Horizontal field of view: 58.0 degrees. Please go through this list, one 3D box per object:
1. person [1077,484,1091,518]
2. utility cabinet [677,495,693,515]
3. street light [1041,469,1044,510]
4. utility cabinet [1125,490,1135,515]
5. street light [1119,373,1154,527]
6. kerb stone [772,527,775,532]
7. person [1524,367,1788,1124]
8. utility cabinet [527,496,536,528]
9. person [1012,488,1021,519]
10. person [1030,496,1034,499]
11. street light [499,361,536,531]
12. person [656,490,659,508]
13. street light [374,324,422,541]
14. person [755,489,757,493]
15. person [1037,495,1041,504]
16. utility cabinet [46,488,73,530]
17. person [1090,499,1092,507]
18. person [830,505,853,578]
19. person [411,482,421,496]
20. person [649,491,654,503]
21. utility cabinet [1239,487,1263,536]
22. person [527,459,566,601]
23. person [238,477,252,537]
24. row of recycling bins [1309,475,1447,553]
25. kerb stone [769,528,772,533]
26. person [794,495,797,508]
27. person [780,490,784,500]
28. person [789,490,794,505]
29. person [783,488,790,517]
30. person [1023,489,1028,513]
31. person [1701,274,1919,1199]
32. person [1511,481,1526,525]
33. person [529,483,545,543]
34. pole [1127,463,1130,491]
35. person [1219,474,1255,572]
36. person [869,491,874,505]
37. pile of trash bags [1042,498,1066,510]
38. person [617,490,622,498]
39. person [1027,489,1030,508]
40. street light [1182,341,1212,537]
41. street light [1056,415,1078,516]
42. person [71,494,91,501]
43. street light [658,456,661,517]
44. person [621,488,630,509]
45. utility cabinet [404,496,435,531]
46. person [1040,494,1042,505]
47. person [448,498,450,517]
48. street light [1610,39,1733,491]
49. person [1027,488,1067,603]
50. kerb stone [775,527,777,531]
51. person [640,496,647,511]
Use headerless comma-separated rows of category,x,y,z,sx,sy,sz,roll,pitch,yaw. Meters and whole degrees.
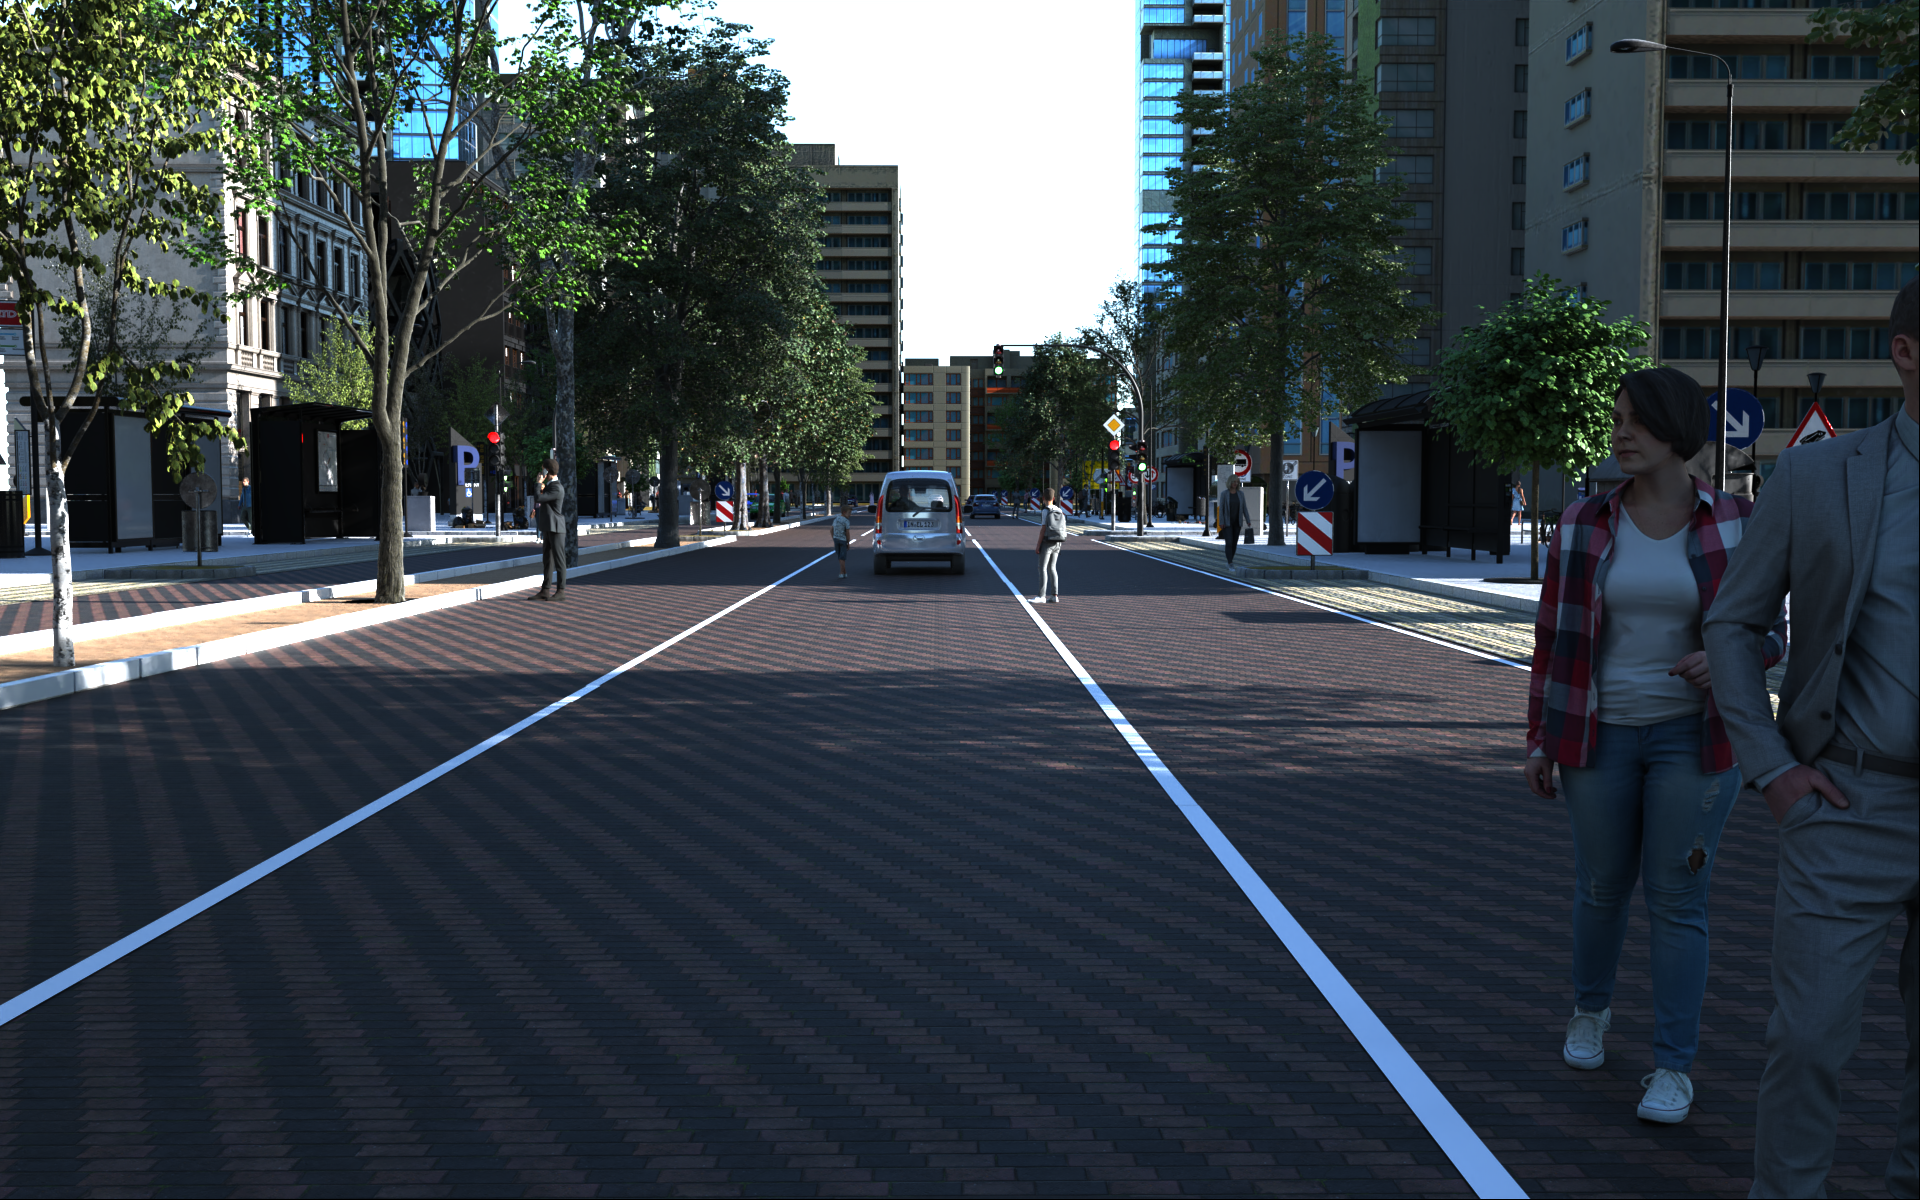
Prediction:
person,6.740,-5.378,93.936,0.822,1.834,0.622,-1,4,-8
utility cabinet,-16.670,-5.727,104.799,1.020,1.237,0.306,0,4,-4
street light,5.971,-9.988,135.844,1.470,5.913,1.316,0,4,-1
utility cabinet,10.344,-5.914,105.377,0.318,1.500,1.173,-1,4,-15
street light,6.800,-5.761,66.740,1.470,5.913,1.316,0,4,-1
kerb stone,-7.126,-2.603,64.751,0.120,0.150,1.000,0,4,-1
person,1.643,0.320,4.105,0.563,1.720,0.643,2,4,31
utility cabinet,-16.046,-3.374,66.322,1.020,1.237,0.306,-3,5,-39
person,3.286,-5.597,100.290,0.520,1.790,0.573,0,4,6
person,8.702,-12.053,206.338,0.991,1.433,0.599,-1,4,-8
street light,-15.481,-5.378,60.475,1.470,5.913,1.316,0,4,-1
person,-28.297,-9.468,162.317,0.415,1.643,0.593,0,4,-6
street light,-15.377,-4.581,47.443,1.470,5.913,1.316,0,4,-1
person,-23.977,-12.082,203.526,0.705,1.831,1.348,0,4,3
person,9.570,-12.518,211.165,0.683,1.767,0.568,3,4,38
utility cabinet,-31.626,-3.213,61.210,1.173,1.500,0.318,-2,4,-32
person,13.269,-10.476,177.328,1.348,1.824,0.705,1,4,20
person,-2.024,-1.004,29.599,0.352,1.250,0.332,-1,4,-23
person,-22.941,-4.094,73.256,0.520,1.790,0.573,0,4,2
person,-22.185,-7.137,125.328,0.503,1.515,0.523,3,5,42
utility cabinet,8.672,-2.712,53.022,1.173,1.500,0.318,2,4,25
person,-5.534,-0.941,23.250,0.474,1.900,0.648,-2,4,-24
person,-21.407,-2.799,52.158,0.601,1.785,0.444,2,4,26
row of recycling bins,9.420,-1.928,38.631,3.534,1.692,1.069,-1,4,-23
kerb stone,-7.123,-2.539,63.729,0.120,0.150,1.000,0,4,-1
person,-15.559,-9.577,165.185,0.705,1.812,1.348,1,4,21
person,-17.805,-10.107,172.758,0.593,1.643,0.415,-3,5,-41
person,-19.056,-11.533,195.160,0.990,1.755,0.434,-3,5,-44
person,-11.087,-6.219,110.404,0.478,1.798,0.641,-2,4,-29
person,5.084,-7.681,134.097,0.388,1.821,0.555,-2,4,-28
person,1.601,0.347,2.925,0.635,1.810,0.391,1,4,10
person,22.774,-3.949,70.698,0.778,1.811,0.616,-3,5,-43
person,-12.208,-2.527,50.399,0.593,1.750,0.643,0,4,2
pole,10.915,-7.237,112.173,0.158,3.312,0.155,0,3,0
person,5.119,-1.433,32.119,0.709,1.800,0.728,-1,4,-9
person,-9.786,-11.161,191.650,0.621,1.740,0.551,2,4,29
pile of trash bags,7.707,-7.557,133.301,1.912,1.369,3.447,2,4,27
person,-30.089,-8.861,152.387,0.593,1.643,0.415,-1,4,-23
person,6.383,-9.578,163.423,0.721,1.735,1.217,-1,4,-9
street light,6.949,-4.881,52.340,1.470,5.913,1.316,0,4,-1
street light,6.270,-7.869,101.203,1.470,5.913,1.316,0,4,-1
person,-28.163,-2.853,55.492,0.721,1.781,0.623,2,4,34
street light,-16.018,-7.534,95.723,1.470,5.913,1.316,0,4,-1
person,-27.931,-8.493,144.920,0.705,1.823,1.348,-3,5,-43
utility cabinet,-18.618,-2.970,59.713,1.020,1.237,0.306,1,4,14
person,9.377,-11.852,199.831,1.348,1.824,0.705,1,4,11
person,-28.985,-5.375,98.606,0.332,1.250,0.352,1,4,17
street light,7.339,-2.773,17.875,1.470,5.913,1.316,0,4,-1
person,1.161,-0.721,22.885,0.523,1.515,0.503,1,4,10
kerb stone,-7.146,-2.665,65.775,0.120,0.150,1.000,0,4,-1
person,-23.737,-7.212,129.461,0.738,1.151,1.012,2,4,27
